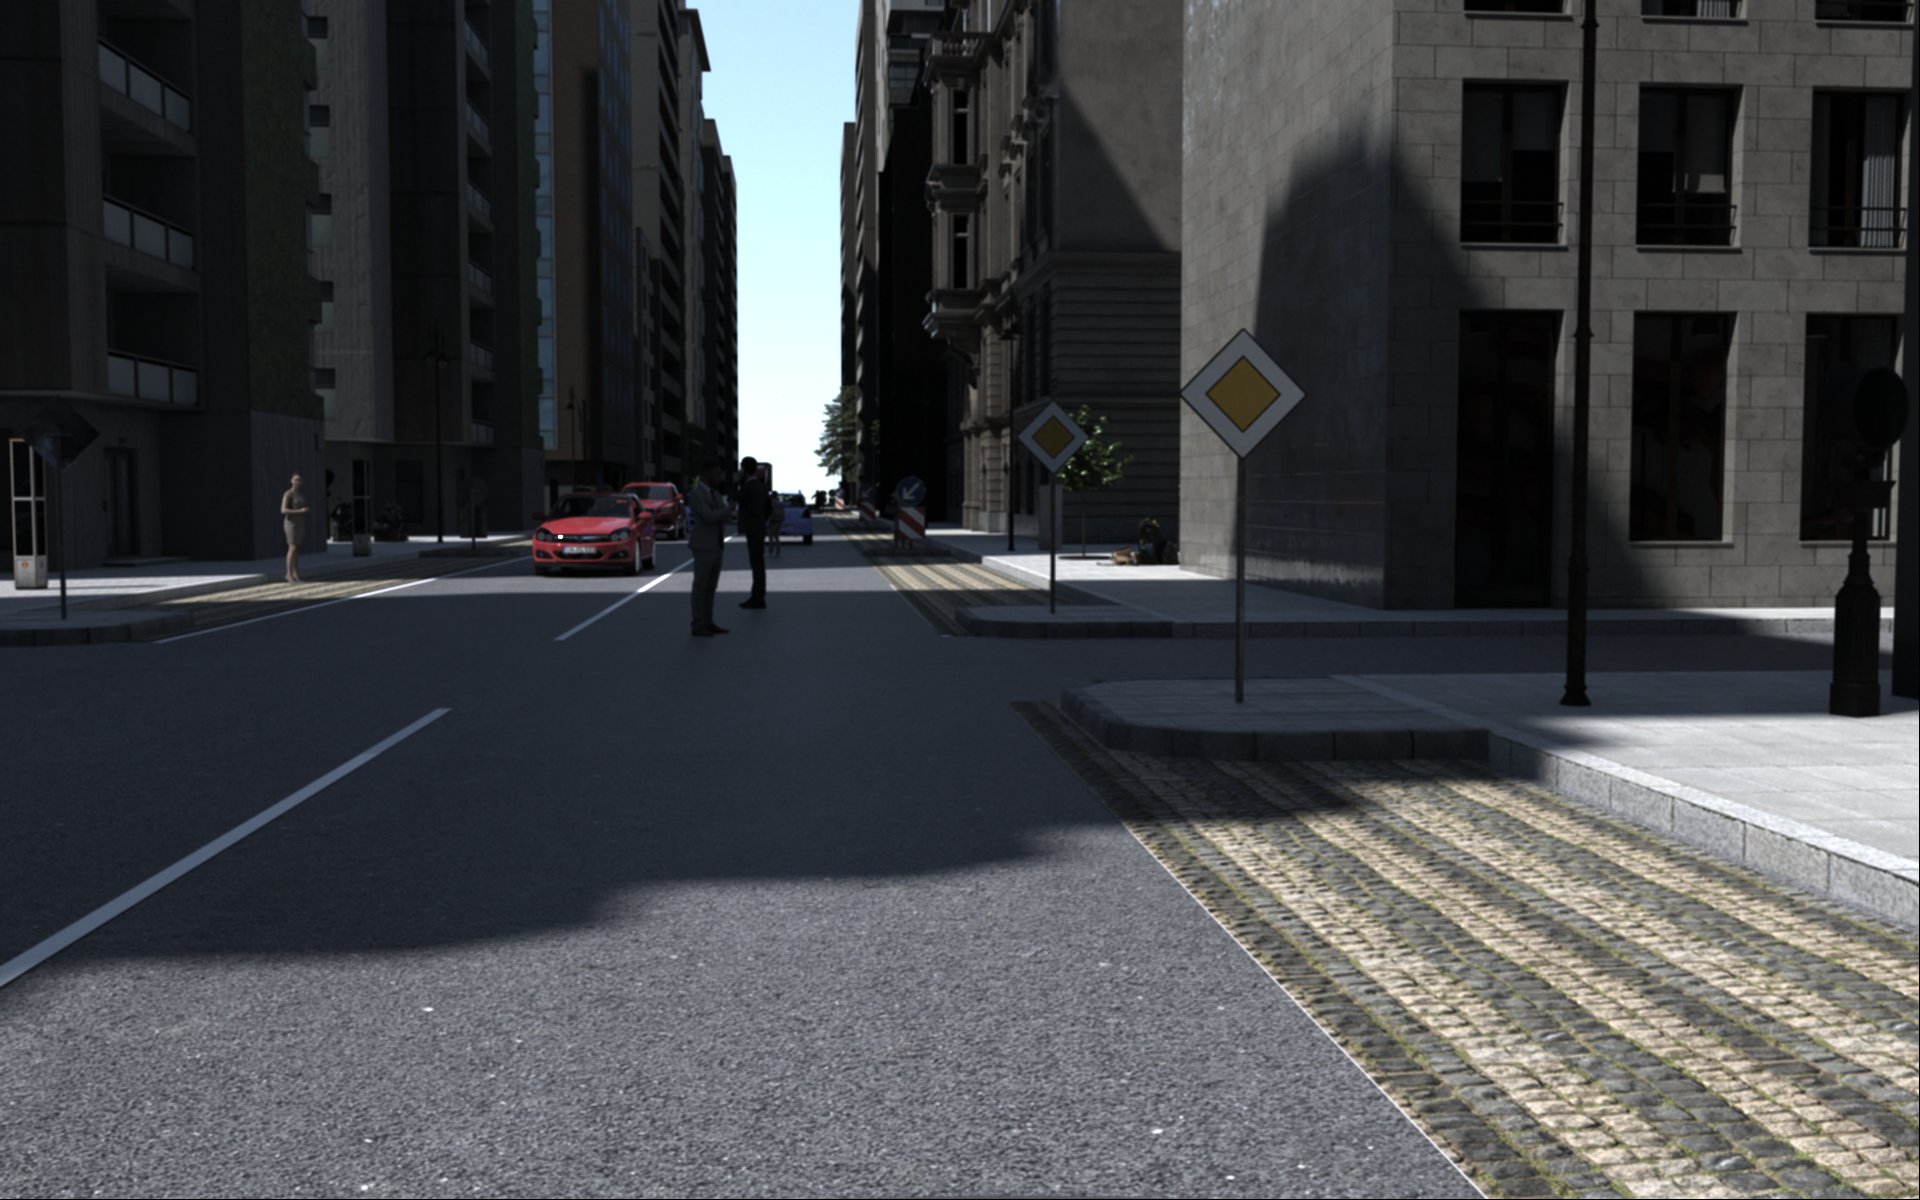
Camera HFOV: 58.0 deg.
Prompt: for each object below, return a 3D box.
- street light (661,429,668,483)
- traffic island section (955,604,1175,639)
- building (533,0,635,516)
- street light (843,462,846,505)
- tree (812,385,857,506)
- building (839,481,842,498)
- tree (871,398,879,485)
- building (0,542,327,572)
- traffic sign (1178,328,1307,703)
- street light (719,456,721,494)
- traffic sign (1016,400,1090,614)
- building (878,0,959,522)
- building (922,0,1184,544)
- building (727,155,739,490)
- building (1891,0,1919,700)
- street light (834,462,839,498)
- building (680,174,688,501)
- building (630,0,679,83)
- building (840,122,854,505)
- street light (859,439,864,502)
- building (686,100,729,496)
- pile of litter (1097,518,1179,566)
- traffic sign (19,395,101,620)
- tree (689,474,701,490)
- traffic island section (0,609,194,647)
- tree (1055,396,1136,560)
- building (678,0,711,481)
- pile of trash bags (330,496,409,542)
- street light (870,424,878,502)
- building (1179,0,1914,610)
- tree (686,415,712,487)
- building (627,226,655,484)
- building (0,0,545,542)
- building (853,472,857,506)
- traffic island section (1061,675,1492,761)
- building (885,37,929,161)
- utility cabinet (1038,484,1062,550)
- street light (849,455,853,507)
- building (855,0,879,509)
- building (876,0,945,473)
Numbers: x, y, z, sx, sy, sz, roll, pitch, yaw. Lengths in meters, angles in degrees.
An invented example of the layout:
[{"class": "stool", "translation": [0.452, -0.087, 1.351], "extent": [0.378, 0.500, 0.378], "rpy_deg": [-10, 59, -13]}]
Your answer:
[{"class": "street light", "translation": [-20.627, -9.058, 120.878], "extent": [0.468, 5.910, 1.993], "rpy_deg": [0, 4, -5]}, {"class": "traffic island section", "translation": [1.016, 0.223, 18.633], "extent": [2.009, 0.180, 2.903], "rpy_deg": [0, 4, -5]}, {"class": "building", "translation": [-22.554, -26.181, 78.169], "extent": [14.600, 45.320, 14.200], "rpy_deg": [0, 4, -5]}, {"class": "street light", "translation": [-13.206, -13.748, 197.569], "extent": [0.468, 5.910, 1.993], "rpy_deg": [0, 4, -5]}, {"class": "tree", "translation": [-11.555, -16.067, 180.828], "extent": [7.486, 12.596, 7.792], "rpy_deg": [0, 3, 0]}, {"class": "building", "translation": [-0.657, -33.561, 240.602], "extent": [32.217, 40.220, 23.993], "rpy_deg": [0, 4, -5]}, {"class": "tree", "translation": [-3.504, -9.324, 102.815], "extent": [4.737, 8.622, 4.395], "rpy_deg": [0, 3, 0]}, {"class": "building", "translation": [-20.383, -21.166, 29.661], "extent": [14.154, 41.232, 14.086], "rpy_deg": [0, 4, -5]}, {"class": "traffic sign", "translation": [1.717, -0.426, 10.601], "extent": [0.795, 2.450, 0.064], "rpy_deg": [0, 4, -5]}, {"class": "street light", "translation": [-28.274, -14.148, 204.105], "extent": [0.468, 5.910, 1.993], "rpy_deg": [0, 4, -5]}, {"class": "traffic sign", "translation": [0.993, -0.912, 18.553], "extent": [0.795, 2.450, 0.064], "rpy_deg": [0, 4, -5]}, {"class": "building", "translation": [2.444, -15.694, 86.282], "extent": [12.332, 23.373, 15.834], "rpy_deg": [0, 4, -5]}, {"class": "building", "translation": [6.019, -14.783, 60.786], "extent": [14.460, 24.649, 34.723], "rpy_deg": [0, 4, -5]}, {"class": "building", "translation": [-41.223, -37.362, 234.572], "extent": [21.300, 48.544, 21.600], "rpy_deg": [0, 4, -5]}, {"class": "building", "translation": [17.504, -23.021, 0.102], "extent": [21.300, 48.544, 21.600], "rpy_deg": [0, 4, -5]}, {"class": "street light", "translation": [-18.250, -17.092, 252.235], "extent": [0.468, 5.910, 1.993], "rpy_deg": [0, 4, -5]}, {"class": "building", "translation": [-31.108, -23.080, 149.060], "extent": [14.160, 30.474, 14.107], "rpy_deg": [0, 4, -5]}, {"class": "building", "translation": [-32.522, -30.970, 130.068], "extent": [21.300, 48.544, 21.600], "rpy_deg": [0, 4, -5]}, {"class": "building", "translation": [-3.999, -36.254, 216.455], "extent": [21.300, 48.544, 21.600], "rpy_deg": [0, 4, -5]}, {"class": "street light", "translation": [-8.129, -10.359, 142.151], "extent": [0.468, 5.910, 1.993], "rpy_deg": [0, 4, -5]}, {"class": "building", "translation": [-40.163, -36.032, 212.830], "extent": [21.300, 48.544, 21.600], "rpy_deg": [0, 4, -5]}, {"class": "pile of litter", "translation": [3.260, -1.069, 31.441], "extent": [1.719, 0.858, 1.176], "rpy_deg": [-1, 4, -9]}, {"class": "traffic sign", "translation": [-9.161, -0.857, 17.654], "extent": [0.795, 2.450, 0.064], "rpy_deg": [0, 4, -5]}, {"class": "tree", "translation": [-25.498, -10.649, 168.714], "extent": [1.663, 3.219, 1.824], "rpy_deg": [0, 3, 0]}, {"class": "traffic island section", "translation": [-9.184, 0.279, 17.713], "extent": [2.009, 0.180, 2.903], "rpy_deg": [0, 4, -5]}, {"class": "tree", "translation": [2.355, -2.410, 34.008], "extent": [1.663, 3.219, 1.824], "rpy_deg": [0, 3, 0]}, {"class": "building", "translation": [-41.827, -36.587, 187.430], "extent": [28.713, 52.752, 27.495], "rpy_deg": [0, 4, -5]}, {"class": "pile of trash bags", "translation": [-16.614, -2.266, 46.801], "extent": [3.447, 1.369, 1.912], "rpy_deg": [0, 4, 1]}, {"class": "street light", "translation": [-5.732, -8.694, 114.927], "extent": [0.468, 5.910, 1.993], "rpy_deg": [0, 4, -5]}, {"class": "building", "translation": [12.574, -10.376, 24.398], "extent": [16.860, 20.320, 10.420], "rpy_deg": [0, 4, -5]}, {"class": "tree", "translation": [-25.411, -12.978, 162.548], "extent": [4.737, 8.622, 4.395], "rpy_deg": [0, 3, 0]}, {"class": "building", "translation": [-33.855, -15.928, 105.466], "extent": [27.650, 21.520, 28.899], "rpy_deg": [0, 4, -5]}, {"class": "building", "translation": [-21.909, -22.787, 56.159], "extent": [14.154, 41.232, 14.086], "rpy_deg": [0, 4, -5]}, {"class": "building", "translation": [-1.819, -46.272, 194.795], "extent": [20.563, 71.187, 20.611], "rpy_deg": [0, 4, -5]}, {"class": "traffic island section", "translation": [1.739, 0.710, 10.680], "extent": [2.009, 0.180, 2.903], "rpy_deg": [0, 4, -5]}, {"class": "building", "translation": [2.018, -20.945, 114.159], "extent": [14.160, 30.474, 14.107], "rpy_deg": [0, 4, -5]}, {"class": "utility cabinet", "translation": [2.072, -1.904, 39.812], "extent": [0.318, 1.500, 1.173], "rpy_deg": [1, 4, 16]}, {"class": "street light", "translation": [-10.638, -12.015, 169.238], "extent": [0.468, 5.910, 1.993], "rpy_deg": [0, 4, -5]}, {"class": "building", "translation": [1.430, -32.740, 159.004], "extent": [21.300, 48.544, 21.600], "rpy_deg": [0, 4, -5]}, {"class": "building", "translation": [7.431, -33.369, 134.817], "extent": [28.713, 52.752, 27.495], "rpy_deg": [0, 4, -5]}]
